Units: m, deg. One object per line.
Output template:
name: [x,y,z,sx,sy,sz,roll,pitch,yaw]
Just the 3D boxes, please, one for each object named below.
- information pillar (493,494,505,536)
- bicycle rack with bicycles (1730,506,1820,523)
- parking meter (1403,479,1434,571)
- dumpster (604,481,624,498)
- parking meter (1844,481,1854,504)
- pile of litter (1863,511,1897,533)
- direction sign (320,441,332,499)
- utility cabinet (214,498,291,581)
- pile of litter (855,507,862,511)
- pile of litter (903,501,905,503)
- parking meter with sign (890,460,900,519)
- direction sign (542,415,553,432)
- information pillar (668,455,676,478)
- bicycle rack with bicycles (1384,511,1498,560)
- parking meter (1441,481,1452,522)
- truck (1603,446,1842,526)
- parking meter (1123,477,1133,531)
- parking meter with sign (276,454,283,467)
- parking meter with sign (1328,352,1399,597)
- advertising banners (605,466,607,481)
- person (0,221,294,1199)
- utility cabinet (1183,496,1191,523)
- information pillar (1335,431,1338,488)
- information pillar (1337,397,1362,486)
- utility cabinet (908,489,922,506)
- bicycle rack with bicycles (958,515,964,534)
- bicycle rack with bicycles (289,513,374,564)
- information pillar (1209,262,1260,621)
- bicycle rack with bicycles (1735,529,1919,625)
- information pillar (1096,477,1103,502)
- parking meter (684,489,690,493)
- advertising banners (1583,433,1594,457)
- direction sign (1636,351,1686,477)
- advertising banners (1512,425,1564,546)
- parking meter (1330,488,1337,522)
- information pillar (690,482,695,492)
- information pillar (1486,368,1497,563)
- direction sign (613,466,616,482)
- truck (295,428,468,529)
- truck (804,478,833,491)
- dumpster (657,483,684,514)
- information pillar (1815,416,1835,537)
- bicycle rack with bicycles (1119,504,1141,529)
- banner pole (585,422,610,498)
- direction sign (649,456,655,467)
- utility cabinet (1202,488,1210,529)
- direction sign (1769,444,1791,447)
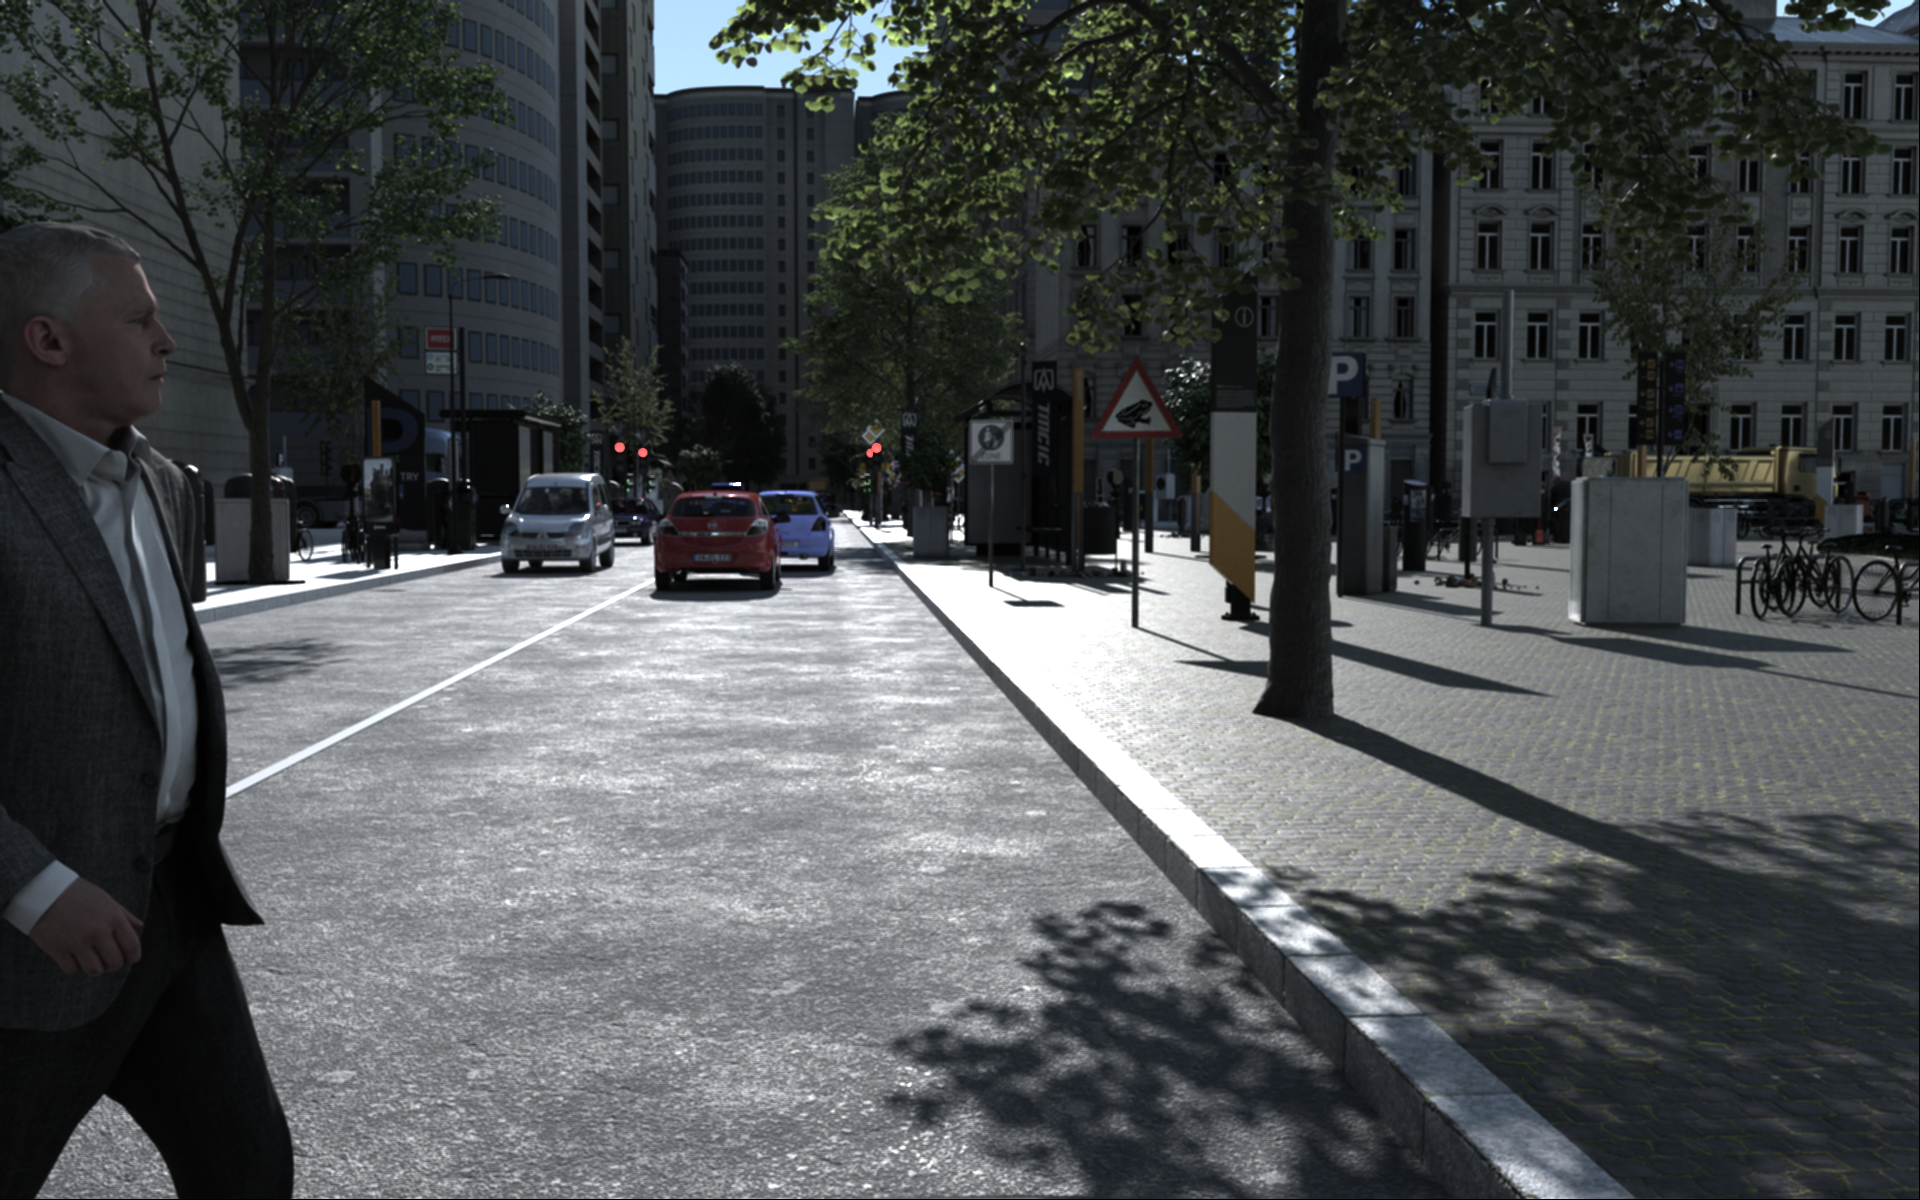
information pillar: [-13.658,-2.865,51.337,0.304,2.012,0.304,0,4,-4]
bicycle rack with bicycles: [22.980,-2.213,49.561,2.925,0.926,2.852,-1,4,-20]
parking meter: [7.608,-1.258,28.980,0.372,1.533,0.369,0,3,0]
dumpster: [-15.496,-4.308,76.187,1.264,1.857,1.865,0,4,-4]
parking meter: [41.124,-4.554,80.166,0.255,1.863,0.399,0,4,-2]
pile of litter: [27.720,-2.362,52.589,1.719,0.858,1.176,-2,4,-23]
direction sign: [-27.120,-5.027,74.194,0.379,3.537,0.876,1,4,10]
utility cabinet: [-10.546,-0.897,25.823,1.020,1.237,0.306,-1,4,-17]
pile of litter: [-7.397,-7.285,133.078,1.176,0.858,1.719,-2,4,-27]
pile of litter: [-4.005,-7.093,129.927,1.176,0.858,1.719,-1,4,-21]
parking meter with sign: [-3.295,-5.627,88.264,0.543,3.016,1.738,0,4,-1]
direction sign: [-11.897,-3.532,49.744,0.379,3.537,0.876,1,4,13]
information pillar: [-17.344,-6.912,104.365,0.183,3.616,0.504,3,5,45]
bicycle rack with bicycles: [9.261,-1.305,34.718,2.925,0.926,2.852,-2,4,-34]
parking meter: [21.450,-4.323,76.389,0.255,1.863,0.399,-2,4,-27]
truck: [31.375,-4.563,70.529,9.791,3.379,3.469,0,4,-6]
parking meter: [5.930,-3.356,60.584,0.399,1.863,0.255,-1,4,-22]
parking meter with sign: [-30.103,-4.794,74.647,1.738,3.016,0.543,0,4,0]
parking meter with sign: [5.165,-1.586,22.186,0.543,3.016,1.738,2,4,31]
advertising banners: [-22.095,-6.817,107.642,0.090,3.025,2.074,-1,4,-20]
person: [-1.099,0.404,2.297,0.834,1.777,0.661,0,4,-1]
utility cabinet: [10.065,-3.965,75.991,0.306,1.237,1.020,2,4,25]
information pillar: [14.008,-4.459,64.257,0.183,3.616,0.504,0,4,-2]
information pillar: [6.972,-2.410,30.757,0.183,3.616,0.504,-1,4,-20]
utility cabinet: [-2.138,-4.554,83.138,0.318,1.500,1.173,-1,4,-22]
bicycle rack with bicycles: [1.555,-2.547,55.029,2.852,0.926,2.925,-2,4,-24]
bicycle rack with bicycles: [-11.860,-1.178,32.650,2.852,0.926,2.925,0,4,-4]
information pillar: [2.783,-1.602,17.545,0.504,3.616,0.183,-1,4,-15]
bicycle rack with bicycles: [9.303,-0.293,18.178,2.925,0.926,2.852,-2,4,-29]
information pillar: [6.115,-4.362,75.809,0.304,2.012,0.304,0,4,2]
parking meter: [-15.717,-5.758,99.854,0.255,1.863,0.399,1,4,12]
advertising banners: [18.762,-3.325,50.549,2.074,3.025,0.090,-3,4,-36]
direction sign: [11.177,-2.183,27.682,0.876,3.537,0.379,-1,4,-17]
advertising banners: [14.579,-2.901,43.620,2.074,3.025,0.090,-3,4,-37]
parking meter: [13.111,-3.190,60.574,0.372,1.533,0.369,0,3,0]
information pillar: [-16.052,-6.066,103.674,0.304,2.012,0.304,-2,4,-34]
information pillar: [9.789,-2.484,31.972,0.183,3.616,0.504,2,4,28]
direction sign: [-28.296,-9.168,141.886,0.379,3.537,0.876,-2,4,-27]
truck: [-27.755,-4.668,66.074,18.799,4.110,2.967,0,4,-3]
truck: [-16.798,-12.786,204.968,3.469,3.379,9.791,0,4,-3]
dumpster: [-14.683,-5.025,87.909,1.264,1.857,1.865,0,4,-5]
information pillar: [26.069,-3.720,52.174,0.183,3.616,0.504,-3,5,-41]
bicycle rack with bicycles: [5.162,-3.069,63.556,2.925,0.926,2.852,-3,5,-45]
banner pole: [-12.367,-4.268,59.807,0.863,3.779,0.401,-1,4,-18]
direction sign: [-18.581,-6.874,104.379,0.379,3.537,0.876,-2,4,-34]
utility cabinet: [9.293,-3.277,62.263,1.173,1.500,0.318,0,4,6]
direction sign: [37.122,-5.304,78.721,0.876,3.537,0.379,-1,4,-12]
